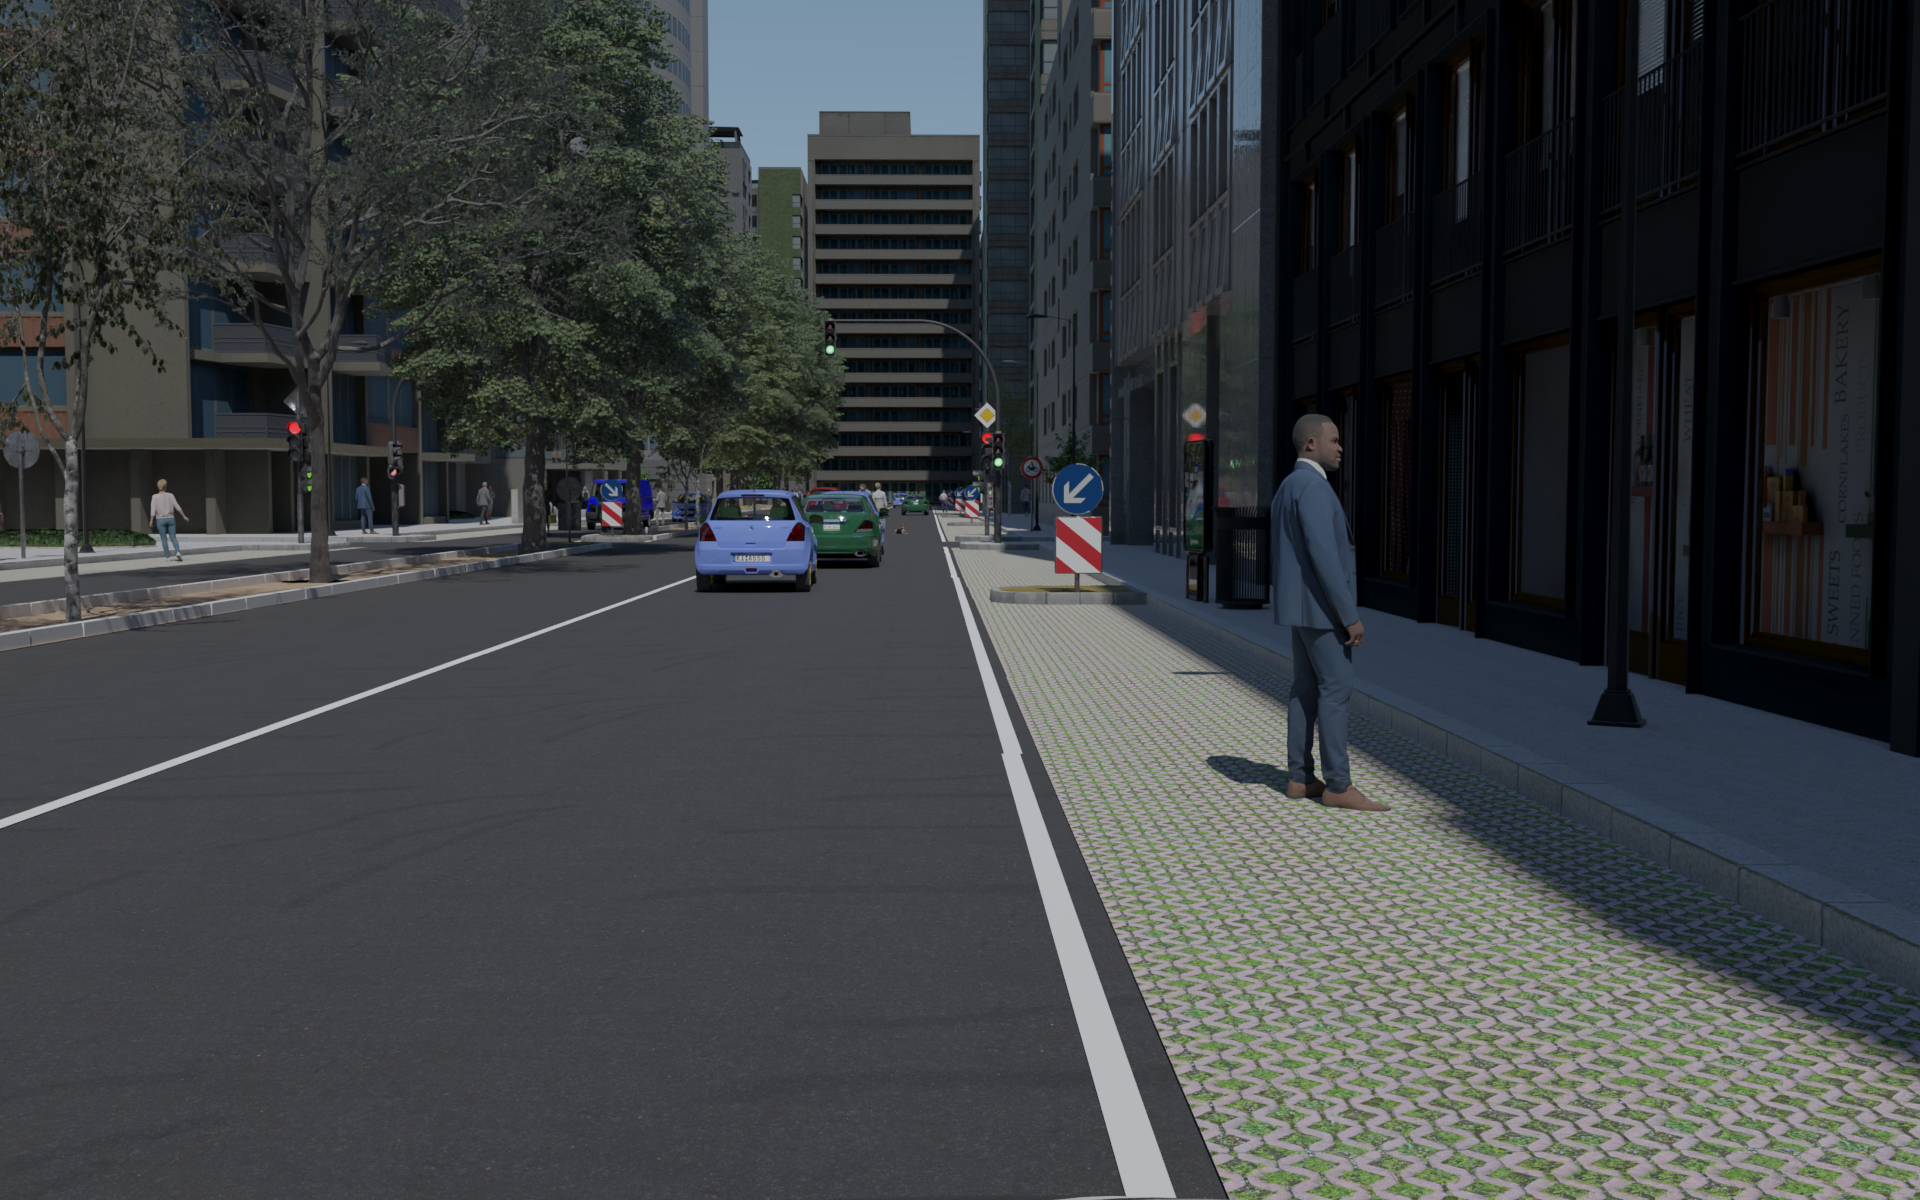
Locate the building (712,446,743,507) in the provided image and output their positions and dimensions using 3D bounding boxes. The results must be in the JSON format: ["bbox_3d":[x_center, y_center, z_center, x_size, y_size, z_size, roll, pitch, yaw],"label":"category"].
[{"bbox_3d":[-36.998,-19.984,171.769,27.650,21.520,28.899,0,4,-1],"label":"building"}]

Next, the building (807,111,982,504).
[{"bbox_3d":[-8.262,-36.639,222.756,21.600,48.544,21.300,0,4,-1],"label":"building"}]

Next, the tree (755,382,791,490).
[{"bbox_3d":[-11.338,-8.723,95.448,4.360,8.622,3.978,0,3,0],"label":"tree"}]

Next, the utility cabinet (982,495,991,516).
[{"bbox_3d":[1.597,-5.663,103.758,0.306,1.237,1.020,-1,4,-12],"label":"utility cabinet"}]

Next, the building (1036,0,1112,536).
[{"bbox_3d":[18.232,-13.546,66.524,28.899,21.520,27.650,0,4,-1],"label":"building"}]

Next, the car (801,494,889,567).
[{"bbox_3d":[-2.514,-1.434,35.248,2.131,1.459,4.920,0,4,-2],"label":"car"}]

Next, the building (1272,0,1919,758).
[{"bbox_3d":[10.652,-11.378,15.711,12.332,23.373,15.834,0,4,-1],"label":"building"}]

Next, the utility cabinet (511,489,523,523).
[{"bbox_3d":[-19.306,-4.092,75.587,0.318,1.500,1.173,0,4,-1],"label":"utility cabinet"}]

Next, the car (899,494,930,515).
[{"bbox_3d":[-3.075,-6.507,118.186,2.131,1.459,4.920,0,4,-3],"label":"car"}]

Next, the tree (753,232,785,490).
[{"bbox_3d":[-10.730,-9.003,56.312,9.857,13.997,8.962,0,3,0],"label":"tree"}]

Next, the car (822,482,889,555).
[{"bbox_3d":[-2.613,-1.853,39.881,1.945,1.707,3.694,0,4,-1],"label":"car"}]

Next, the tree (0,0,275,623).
[{"bbox_3d":[-9.856,-4.060,19.195,4.360,8.622,3.978,0,3,0],"label":"tree"}]

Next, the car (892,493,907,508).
[{"bbox_3d":[-6.068,-10.374,179.198,1.945,1.707,3.694,0,4,-1],"label":"car"}]

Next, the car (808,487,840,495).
[{"bbox_3d":[-7.496,-5.420,97.285,2.281,1.827,5.304,0,4,0],"label":"car"}]

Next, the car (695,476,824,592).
[{"bbox_3d":[-3.079,-1.042,26.620,1.945,1.707,3.694,0,4,-3],"label":"car"}]

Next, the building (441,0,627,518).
[{"bbox_3d":[-36.159,-25.016,100.897,32.217,40.220,23.993,0,4,-1],"label":"building"}]

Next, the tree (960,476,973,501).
[{"bbox_3d":[0.935,-11.568,183.745,1.663,3.219,1.824,0,3,0],"label":"tree"}]

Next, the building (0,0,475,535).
[{"bbox_3d":[-31.968,-25.189,66.463,22.147,44.769,28.867,0,4,-1],"label":"building"}]

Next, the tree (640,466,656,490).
[{"bbox_3d":[-21.158,-7.454,116.479,1.663,3.219,1.824,0,3,0],"label":"tree"}]

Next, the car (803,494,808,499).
[{"bbox_3d":[-16.218,-10.784,185.352,2.155,1.783,4.494,0,4,0],"label":"car"}]

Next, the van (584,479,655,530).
[{"bbox_3d":[-13.893,-4.058,70.730,2.240,2.365,5.245,0,3,0],"label":"van"}]

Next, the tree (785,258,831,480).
[{"bbox_3d":[-11.382,-10.858,86.636,9.857,13.997,8.962,0,3,0],"label":"tree"}]

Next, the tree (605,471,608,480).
[{"bbox_3d":[-25.173,-7.978,125.033,1.663,3.219,1.824,0,3,0],"label":"tree"}]

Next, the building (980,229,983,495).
[{"bbox_3d":[14.422,-32.872,229.339,23.993,40.220,32.217,0,4,-1],"label":"building"}]

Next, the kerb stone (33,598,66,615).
[{"bbox_3d":[-10.965,0.085,20.833,0.120,0.150,1.000,0,4,-1],"label":"kerb stone"}]

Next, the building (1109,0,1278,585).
[{"bbox_3d":[9.995,-13.189,33.663,12.078,24.808,19.932,0,4,-1],"label":"building"}]

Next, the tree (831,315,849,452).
[{"bbox_3d":[-10.998,-11.860,103.022,9.857,13.997,8.962,0,3,0],"label":"tree"}]

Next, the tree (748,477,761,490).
[{"bbox_3d":[-22.102,-11.689,185.720,1.663,3.219,1.824,0,3,0],"label":"tree"}]

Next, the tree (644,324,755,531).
[{"bbox_3d":[-10.650,-7.177,70.156,4.360,8.622,3.978,0,3,0],"label":"tree"}]

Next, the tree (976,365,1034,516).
[{"bbox_3d":[3.100,-9.130,99.636,4.737,8.622,4.395,0,3,0],"label":"tree"}]

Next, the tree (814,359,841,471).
[{"bbox_3d":[-11.805,-11.997,116.733,7.486,12.596,7.792,0,3,0],"label":"tree"}]

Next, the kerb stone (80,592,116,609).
[{"bbox_3d":[-10.985,0.021,21.855,0.120,0.150,1.000,0,4,-1],"label":"kerb stone"}]

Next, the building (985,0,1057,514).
[{"bbox_3d":[8.978,-27.852,138.969,14.154,41.232,14.086,0,4,-1],"label":"building"}]

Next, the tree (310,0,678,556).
[{"bbox_3d":[-9.815,-7.973,39.469,9.857,13.997,8.962,0,3,0],"label":"tree"}]

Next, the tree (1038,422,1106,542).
[{"bbox_3d":[2.960,-3.169,46.420,1.663,3.219,1.824,0,3,0],"label":"tree"}]

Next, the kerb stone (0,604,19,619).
[{"bbox_3d":[-10.949,0.146,19.811,0.120,0.150,1.000,0,4,-1],"label":"kerb stone"}]

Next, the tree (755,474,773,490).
[{"bbox_3d":[-22.850,-13.573,205.630,4.285,4.588,4.351,0,3,0],"label":"tree"}]

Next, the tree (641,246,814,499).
[{"bbox_3d":[-10.830,-9.586,77.316,7.486,12.596,7.792,0,3,0],"label":"tree"}]

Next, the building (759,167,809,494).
[{"bbox_3d":[-26.365,-32.747,219.012,14.086,41.232,14.154,0,4,-1],"label":"building"}]

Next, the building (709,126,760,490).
[{"bbox_3d":[-30.611,-31.261,194.715,14.086,41.232,14.154,0,4,-1],"label":"building"}]

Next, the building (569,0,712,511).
[{"bbox_3d":[-32.854,-36.710,142.209,21.231,58.520,28.212,0,4,-1],"label":"building"}]

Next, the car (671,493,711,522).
[{"bbox_3d":[-13.848,-4.872,89.249,1.945,1.707,3.694,0,4,-2],"label":"car"}]

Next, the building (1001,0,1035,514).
[{"bbox_3d":[13.221,-41.340,114.159,20.563,71.187,20.611,0,4,-1],"label":"building"}]

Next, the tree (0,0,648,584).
[{"bbox_3d":[-10.252,-7.002,27.310,12.009,13.543,11.850,0,3,0],"label":"tree"}]

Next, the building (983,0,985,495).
[{"bbox_3d":[12.967,-39.541,188.501,21.231,58.520,28.212,0,4,-1],"label":"building"}]
